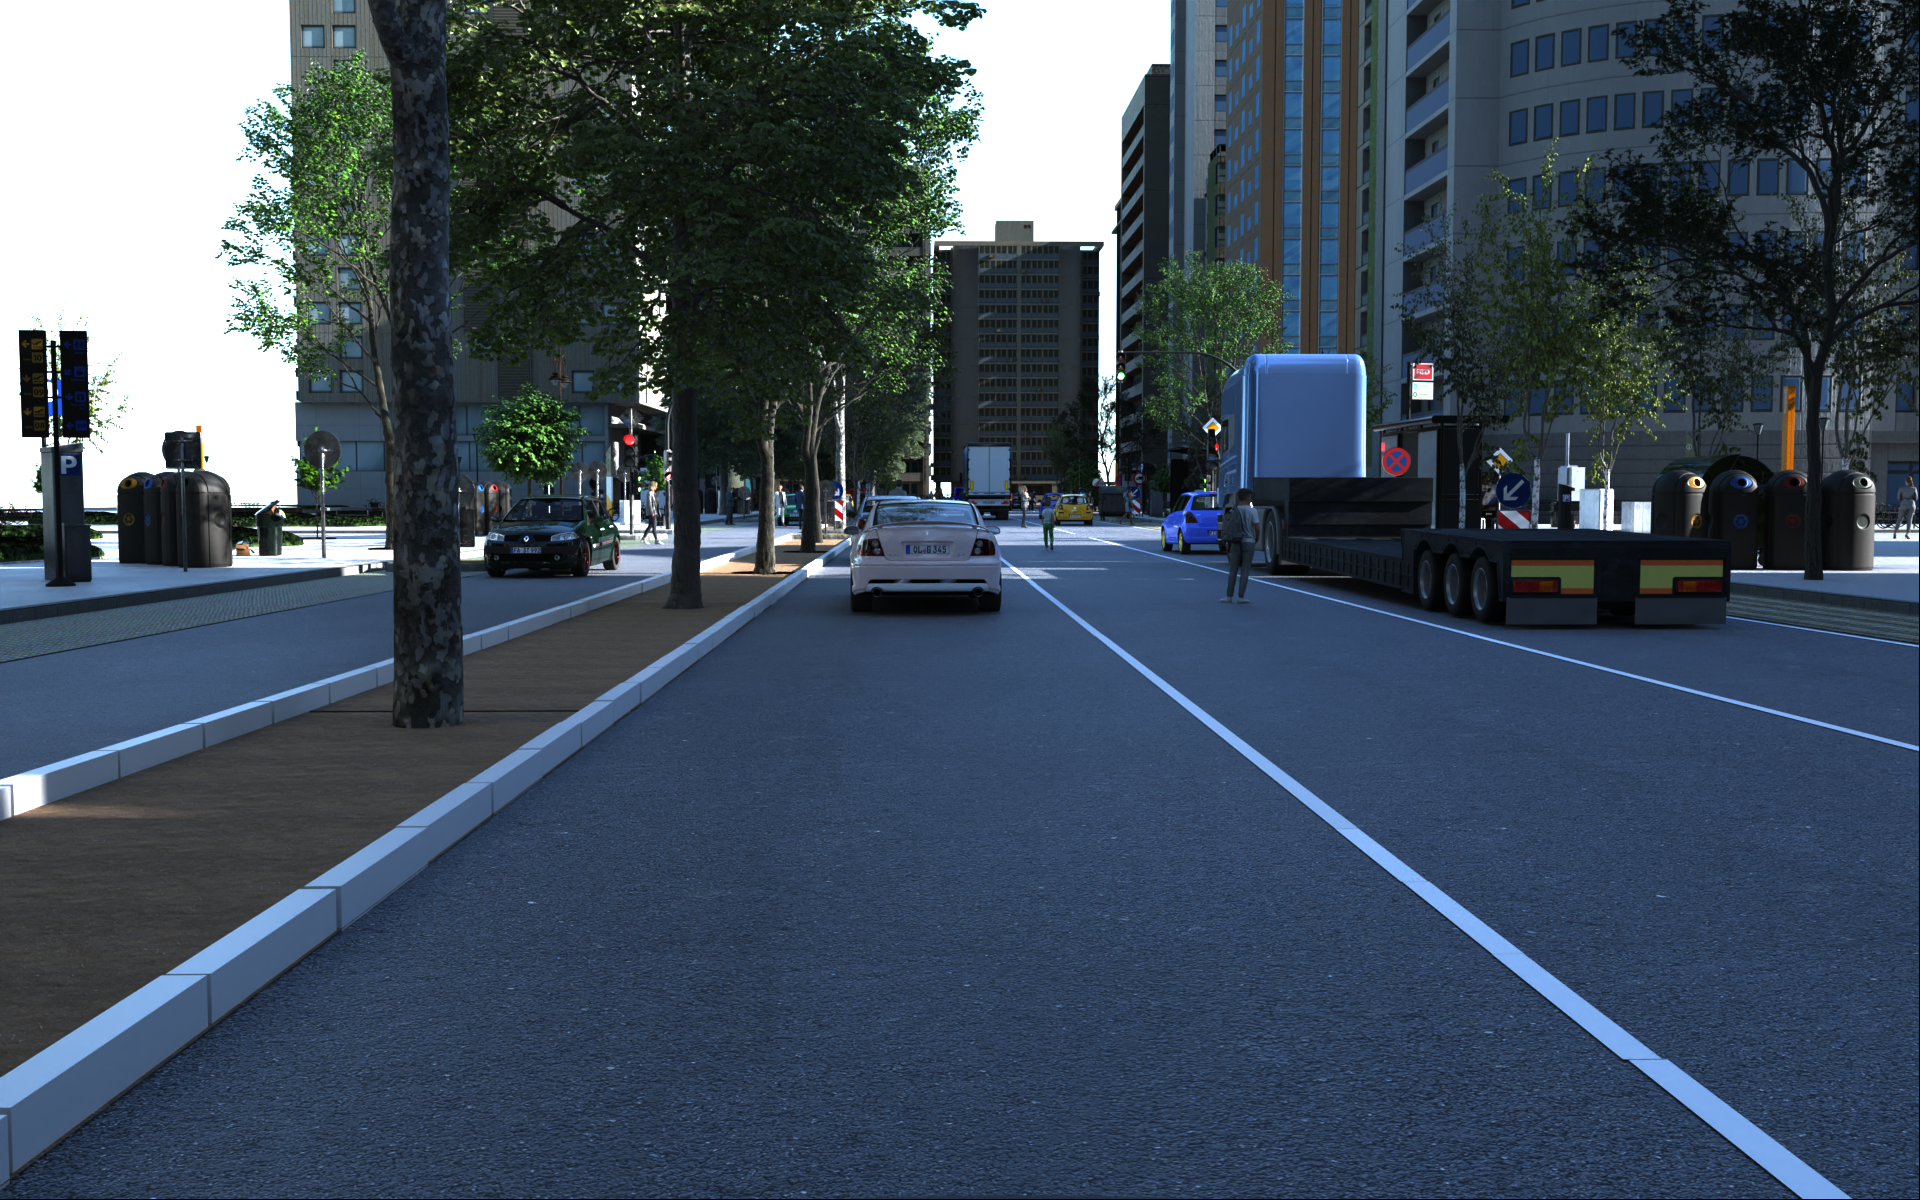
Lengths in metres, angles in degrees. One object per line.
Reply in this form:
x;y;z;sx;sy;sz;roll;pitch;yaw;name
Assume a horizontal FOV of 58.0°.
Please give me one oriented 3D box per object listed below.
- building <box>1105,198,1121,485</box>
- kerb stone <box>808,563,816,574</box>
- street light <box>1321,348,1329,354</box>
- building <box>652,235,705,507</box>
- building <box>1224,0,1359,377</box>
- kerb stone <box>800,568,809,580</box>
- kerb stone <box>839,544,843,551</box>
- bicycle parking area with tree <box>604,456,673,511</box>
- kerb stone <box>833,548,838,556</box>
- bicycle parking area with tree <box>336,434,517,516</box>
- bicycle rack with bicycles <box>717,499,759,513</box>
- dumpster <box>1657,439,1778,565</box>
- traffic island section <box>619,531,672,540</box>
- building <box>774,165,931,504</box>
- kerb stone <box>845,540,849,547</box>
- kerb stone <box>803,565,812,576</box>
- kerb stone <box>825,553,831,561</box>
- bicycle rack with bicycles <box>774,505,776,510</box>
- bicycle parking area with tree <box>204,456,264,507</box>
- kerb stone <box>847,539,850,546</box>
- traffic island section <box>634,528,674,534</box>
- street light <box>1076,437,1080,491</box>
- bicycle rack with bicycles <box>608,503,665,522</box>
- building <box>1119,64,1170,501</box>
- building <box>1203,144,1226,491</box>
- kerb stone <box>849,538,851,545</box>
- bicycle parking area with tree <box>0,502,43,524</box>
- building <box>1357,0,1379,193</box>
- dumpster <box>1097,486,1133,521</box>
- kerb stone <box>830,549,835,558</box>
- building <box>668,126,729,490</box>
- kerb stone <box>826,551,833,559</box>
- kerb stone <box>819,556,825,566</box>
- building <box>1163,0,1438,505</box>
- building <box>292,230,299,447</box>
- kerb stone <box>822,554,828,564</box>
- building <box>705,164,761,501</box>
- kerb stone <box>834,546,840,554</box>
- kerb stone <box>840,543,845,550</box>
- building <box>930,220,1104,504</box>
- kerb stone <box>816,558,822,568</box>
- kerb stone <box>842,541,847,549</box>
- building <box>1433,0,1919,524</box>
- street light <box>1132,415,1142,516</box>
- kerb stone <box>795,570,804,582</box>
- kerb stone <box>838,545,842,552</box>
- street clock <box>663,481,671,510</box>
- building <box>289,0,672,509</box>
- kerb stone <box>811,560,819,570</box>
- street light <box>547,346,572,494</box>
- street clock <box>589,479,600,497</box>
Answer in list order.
34.788;-36.039;243.865;28.867;44.769;22.147;0;4;-1;building
-2.694;-0.525;30.783;0.120;0.150;1.000;0;4;-1;kerb stone
11.470;-5.025;54.953;0.468;5.910;1.993;0;4;-1;street light
-33.357;-24.505;172.351;14.160;30.474;14.107;0;4;-1;building
27.598;-29.179;127.195;14.600;45.320;14.200;0;4;-1;building
-2.646;-0.400;28.733;0.120;0.150;1.000;0;4;-1;kerb stone
-2.973;-1.214;42.048;0.120;0.150;1.000;0;4;-1;kerb stone
-25.288;-8.926;132.948;9.016;4.147;8.231;3;5;40;bicycle parking area with tree
-2.887;-1.027;38.980;0.120;0.150;1.000;0;4;-1;kerb stone
-23.782;-5.674;79.778;9.016;4.147;8.231;3;4;36;bicycle parking area with tree
-15.451;-6.380;117.689;2.852;0.926;2.925;1;4;10;bicycle rack with bicycles
13.777;-1.780;31.597;1.502;2.255;1.985;0;4;-1;dumpster
-10.417;-1.996;54.910;2.009;0.180;2.903;0;4;-1;traffic island section
-14.894;-37.814;241.958;21.600;48.544;21.300;0;4;-1;building
-3.048;-1.402;45.123;0.120;0.150;1.000;0;4;-1;kerb stone
-2.670;-0.457;29.760;0.120;0.150;1.000;0;4;-1;kerb stone
-2.821;-0.838;35.899;0.120;0.150;1.000;0;4;-1;kerb stone
-15.796;-7.280;132.408;2.925;0.926;2.852;1;4;12;bicycle rack with bicycles
-58.429;-8.873;132.072;9.016;4.147;8.231;-2;4;-35;bicycle parking area with tree
-3.067;-1.465;46.146;0.120;0.150;1.000;0;4;-1;kerb stone
-10.610;-2.484;62.892;2.009;0.180;2.903;0;4;-1;traffic island section
9.474;-10.101;137.934;0.468;5.910;1.993;0;4;-1;street light
-14.933;-4.107;80.535;2.925;0.926;2.852;-1;4;-18;bicycle rack with bicycles
29.693;-34.799;192.668;21.300;48.544;21.600;0;4;-1;building
27.444;-22.890;145.953;14.160;30.474;14.107;0;4;-1;building
-3.090;-1.527;47.169;0.120;0.150;1.000;0;4;-1;kerb stone
-43.586;-5.302;73.692;9.016;4.147;8.231;0;4;2;bicycle parking area with tree
31.422;-25.793;105.303;14.154;41.232;14.086;0;4;-1;building
8.348;-5.180;92.908;1.865;1.857;1.264;0;4;-3;dumpster
-2.870;-0.964;37.955;0.120;0.150;1.000;0;4;-1;kerb stone
-42.426;-53.649;189.832;31.000;86.520;22.319;0;4;-1;building
-2.846;-0.899;36.932;0.120;0.150;1.000;0;4;-1;kerb stone
-2.768;-0.713;33.855;0.120;0.150;1.000;0;4;-1;kerb stone
30.707;-38.190;166.401;21.231;58.520;28.212;0;4;-1;building
-65.110;-33.282;194.268;14.200;45.320;14.600;0;4;-1;building
-2.795;-0.776;34.878;0.120;0.150;1.000;0;4;-1;kerb stone
-40.972;-38.171;243.705;30.456;49.044;23.786;0;4;-1;building
-2.921;-1.089;40.005;0.120;0.150;1.000;0;4;-1;kerb stone
-2.994;-1.271;43.071;0.120;0.150;1.000;0;4;-1;kerb stone
7.760;-34.063;248.810;23.993;40.220;32.217;0;4;-1;building
-2.747;-0.646;32.833;0.120;0.150;1.000;0;4;-1;kerb stone
-3.019;-1.339;44.101;0.120;0.150;1.000;0;4;-1;kerb stone
36.035;-33.004;81.622;28.212;58.520;21.231;0;4;-1;building
10.302;-7.829;100.792;0.468;5.910;1.993;0;4;-1;street light
-2.628;-0.337;27.708;0.120;0.150;1.000;0;4;-1;kerb stone
-2.947;-1.152;41.027;0.120;0.150;1.000;0;4;-1;kerb stone
-14.415;-4.924;85.084;0.471;2.002;0.358;2;4;35;street clock
-39.677;-34.309;150.183;28.713;52.752;27.495;0;4;-1;building
-2.723;-0.588;31.811;0.120;0.150;1.000;0;4;-1;kerb stone
-12.494;-4.980;54.210;0.468;5.910;1.993;0;4;-1;street light
-16.342;-4.456;77.432;0.471;2.002;0.358;-1;4;-13;street clock
